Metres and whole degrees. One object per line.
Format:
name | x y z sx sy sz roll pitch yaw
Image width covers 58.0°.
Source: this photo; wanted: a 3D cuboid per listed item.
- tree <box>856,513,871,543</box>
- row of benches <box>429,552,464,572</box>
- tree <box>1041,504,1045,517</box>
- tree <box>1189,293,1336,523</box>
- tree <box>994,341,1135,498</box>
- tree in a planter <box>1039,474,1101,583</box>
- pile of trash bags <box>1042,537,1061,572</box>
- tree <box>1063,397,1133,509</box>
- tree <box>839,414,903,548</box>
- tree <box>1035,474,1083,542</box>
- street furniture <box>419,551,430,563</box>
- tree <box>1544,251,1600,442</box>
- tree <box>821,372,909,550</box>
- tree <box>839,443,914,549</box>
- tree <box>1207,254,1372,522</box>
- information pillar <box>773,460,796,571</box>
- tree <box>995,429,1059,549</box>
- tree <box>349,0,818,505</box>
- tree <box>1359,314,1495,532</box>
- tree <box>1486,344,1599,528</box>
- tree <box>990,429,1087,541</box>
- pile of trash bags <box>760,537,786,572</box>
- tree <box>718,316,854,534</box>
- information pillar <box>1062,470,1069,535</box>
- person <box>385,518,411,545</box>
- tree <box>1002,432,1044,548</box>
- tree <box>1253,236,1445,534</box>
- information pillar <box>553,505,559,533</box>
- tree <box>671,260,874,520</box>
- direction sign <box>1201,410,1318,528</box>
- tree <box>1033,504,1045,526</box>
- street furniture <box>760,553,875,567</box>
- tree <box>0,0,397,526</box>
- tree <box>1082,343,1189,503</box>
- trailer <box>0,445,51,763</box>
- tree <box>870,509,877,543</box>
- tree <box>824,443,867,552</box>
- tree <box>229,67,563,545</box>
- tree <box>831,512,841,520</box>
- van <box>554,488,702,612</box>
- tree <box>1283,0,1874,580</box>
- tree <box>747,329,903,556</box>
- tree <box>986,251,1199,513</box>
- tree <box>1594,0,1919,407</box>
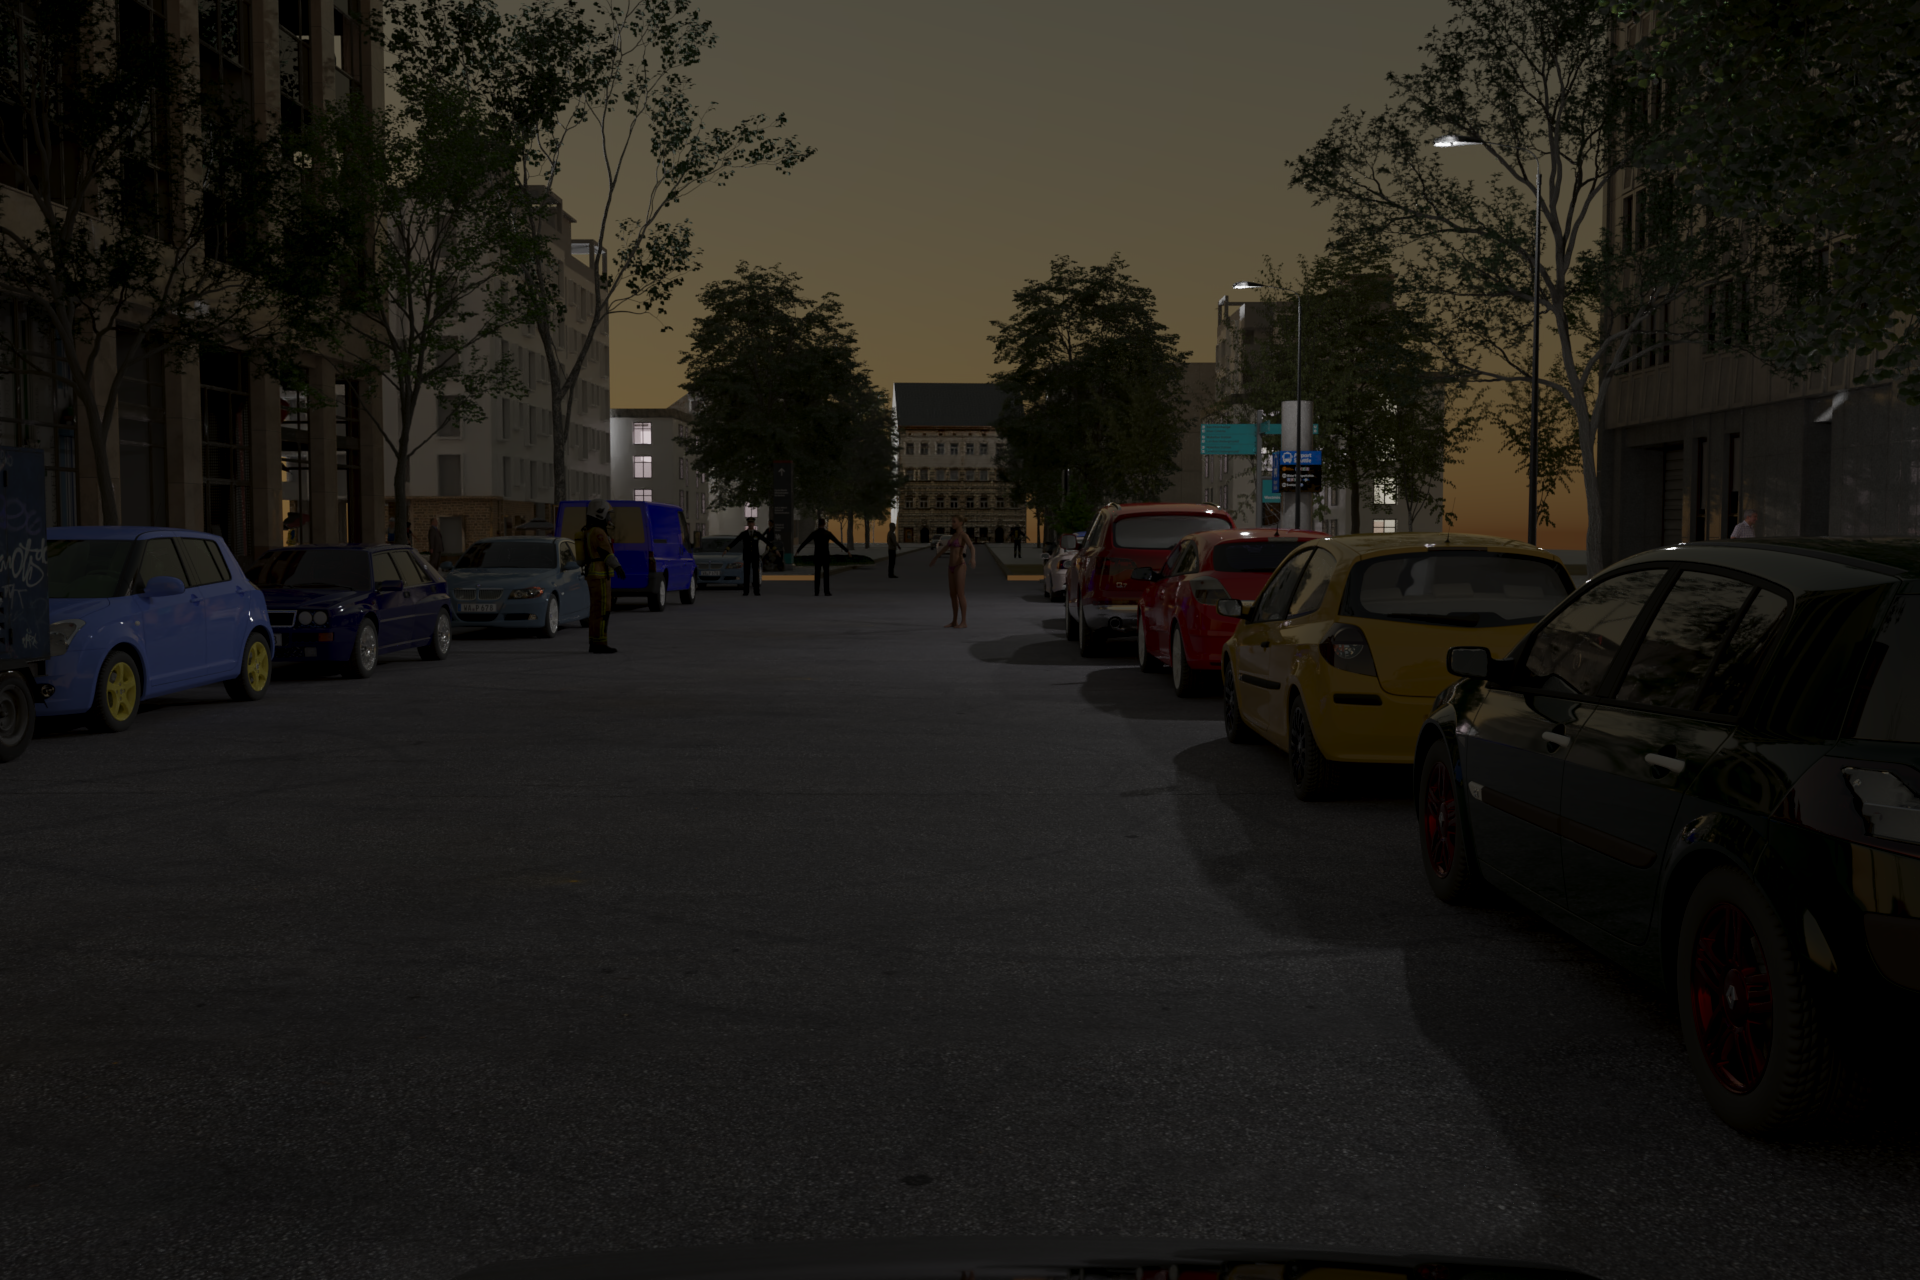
tree | -13.090 -18.047 245.424 4.737 8.622 4.395 0 3 0
row of benches | -17.403 -2.745 60.343 1.422 0.672 4.104 0 4 7
tree | 13.324 -17.987 244.443 4.737 8.622 4.395 0 3 0
tree | 9.653 -6.235 52.305 4.360 8.622 3.978 0 3 0
tree | 7.282 -12.174 109.408 12.009 13.543 11.850 0 3 0
tree in a planter | 3.345 -3.295 51.097 1.991 3.239 1.994 0 4 1
pile of trash bags | 3.753 -3.019 59.111 1.912 1.369 3.447 0 4 0
tree | 6.399 -8.419 88.013 4.360 8.622 3.978 0 3 0
tree | -8.805 -14.817 160.380 7.486 12.596 7.792 0 3 0
tree | 6.669 -10.403 120.444 4.737 8.622 4.395 0 3 0
street furniture | -22.558 -3.256 68.870 5.734 0.657 10.072 0 4 -7
tree | 24.022 -8.179 59.476 9.928 11.665 9.643 0 3 0
tree | -8.673 -14.085 136.945 9.857 13.997 8.962 0 3 0
tree | -8.118 -13.257 151.156 8.767 10.594 7.601 0 4 2
tree | 8.748 -5.771 44.710 4.737 8.622 4.395 0 3 0
information pillar | -6.231 -4.389 61.141 0.750 3.857 0.750 0 4 2
tree | 6.844 -12.702 142.095 8.767 10.594 7.601 1 4 10
tree | -11.179 -12.002 52.130 12.611 20.169 13.585 0 3 0
tree | 15.169 -6.552 57.480 4.737 8.622 4.395 0 3 0
tree | 22.677 -7.158 67.399 4.737 8.622 4.395 0 3 0
tree | 6.782 -12.135 132.815 8.767 10.594 7.601 -2 4 -35
pile of trash bags | -6.919 -2.991 58.651 1.912 1.369 3.447 0 4 1
tree | -9.341 -10.561 90.799 7.486 12.596 7.792 0 3 0
information pillar | 3.874 -4.440 63.910 0.184 3.620 1.656 0 4 1
person | -19.419 -3.266 59.263 1.347 1.847 0.705 0 4 2
tree | 6.943 -14.007 154.772 9.928 11.665 9.643 0 3 0
tree | 14.841 -9.079 66.570 7.486 12.596 7.792 0 3 0
information pillar | -10.242 -2.446 44.482 0.304 2.012 0.304 0 4 1
tree | -8.640 -10.595 79.882 9.857 13.997 8.962 0 3 0
direction sign | 6.455 -2.945 36.921 2.525 3.948 1.411 0 4 1
tree | 14.356 -20.411 251.841 7.486 12.596 7.792 0 3 0
street furniture | -8.153 -3.278 69.229 10.072 0.657 5.734 -1 4 -13
tree | -12.357 -5.536 24.922 8.767 10.594 7.601 -3 5 -44
tree | 6.914 -7.066 65.884 4.737 8.622 4.395 0 3 0
trailer | -6.664 -0.167 9.780 1.471 1.999 3.904 0 4 1
tree | -12.331 -18.406 251.296 4.360 8.622 3.978 0 3 0
tree | -8.282 -10.469 121.528 4.360 8.622 3.978 0 3 0
tree | -12.597 -6.931 39.080 9.928 11.665 9.643 0 3 0
tree | -19.984 -19.135 247.268 7.601 10.594 8.767 0 4 -8
van | -6.378 -1.784 33.560 2.240 2.365 5.245 0 4 0
tree | 9.327 -5.569 25.468 8.767 10.594 7.601 -1 4 -13
tree | -8.212 -11.724 102.054 12.009 13.543 11.850 0 3 0
tree | 5.817 -10.438 77.320 9.857 13.997 8.962 0 3 0
tree | 9.192 -6.493 12.810 9.857 13.997 8.962 0 3 0
